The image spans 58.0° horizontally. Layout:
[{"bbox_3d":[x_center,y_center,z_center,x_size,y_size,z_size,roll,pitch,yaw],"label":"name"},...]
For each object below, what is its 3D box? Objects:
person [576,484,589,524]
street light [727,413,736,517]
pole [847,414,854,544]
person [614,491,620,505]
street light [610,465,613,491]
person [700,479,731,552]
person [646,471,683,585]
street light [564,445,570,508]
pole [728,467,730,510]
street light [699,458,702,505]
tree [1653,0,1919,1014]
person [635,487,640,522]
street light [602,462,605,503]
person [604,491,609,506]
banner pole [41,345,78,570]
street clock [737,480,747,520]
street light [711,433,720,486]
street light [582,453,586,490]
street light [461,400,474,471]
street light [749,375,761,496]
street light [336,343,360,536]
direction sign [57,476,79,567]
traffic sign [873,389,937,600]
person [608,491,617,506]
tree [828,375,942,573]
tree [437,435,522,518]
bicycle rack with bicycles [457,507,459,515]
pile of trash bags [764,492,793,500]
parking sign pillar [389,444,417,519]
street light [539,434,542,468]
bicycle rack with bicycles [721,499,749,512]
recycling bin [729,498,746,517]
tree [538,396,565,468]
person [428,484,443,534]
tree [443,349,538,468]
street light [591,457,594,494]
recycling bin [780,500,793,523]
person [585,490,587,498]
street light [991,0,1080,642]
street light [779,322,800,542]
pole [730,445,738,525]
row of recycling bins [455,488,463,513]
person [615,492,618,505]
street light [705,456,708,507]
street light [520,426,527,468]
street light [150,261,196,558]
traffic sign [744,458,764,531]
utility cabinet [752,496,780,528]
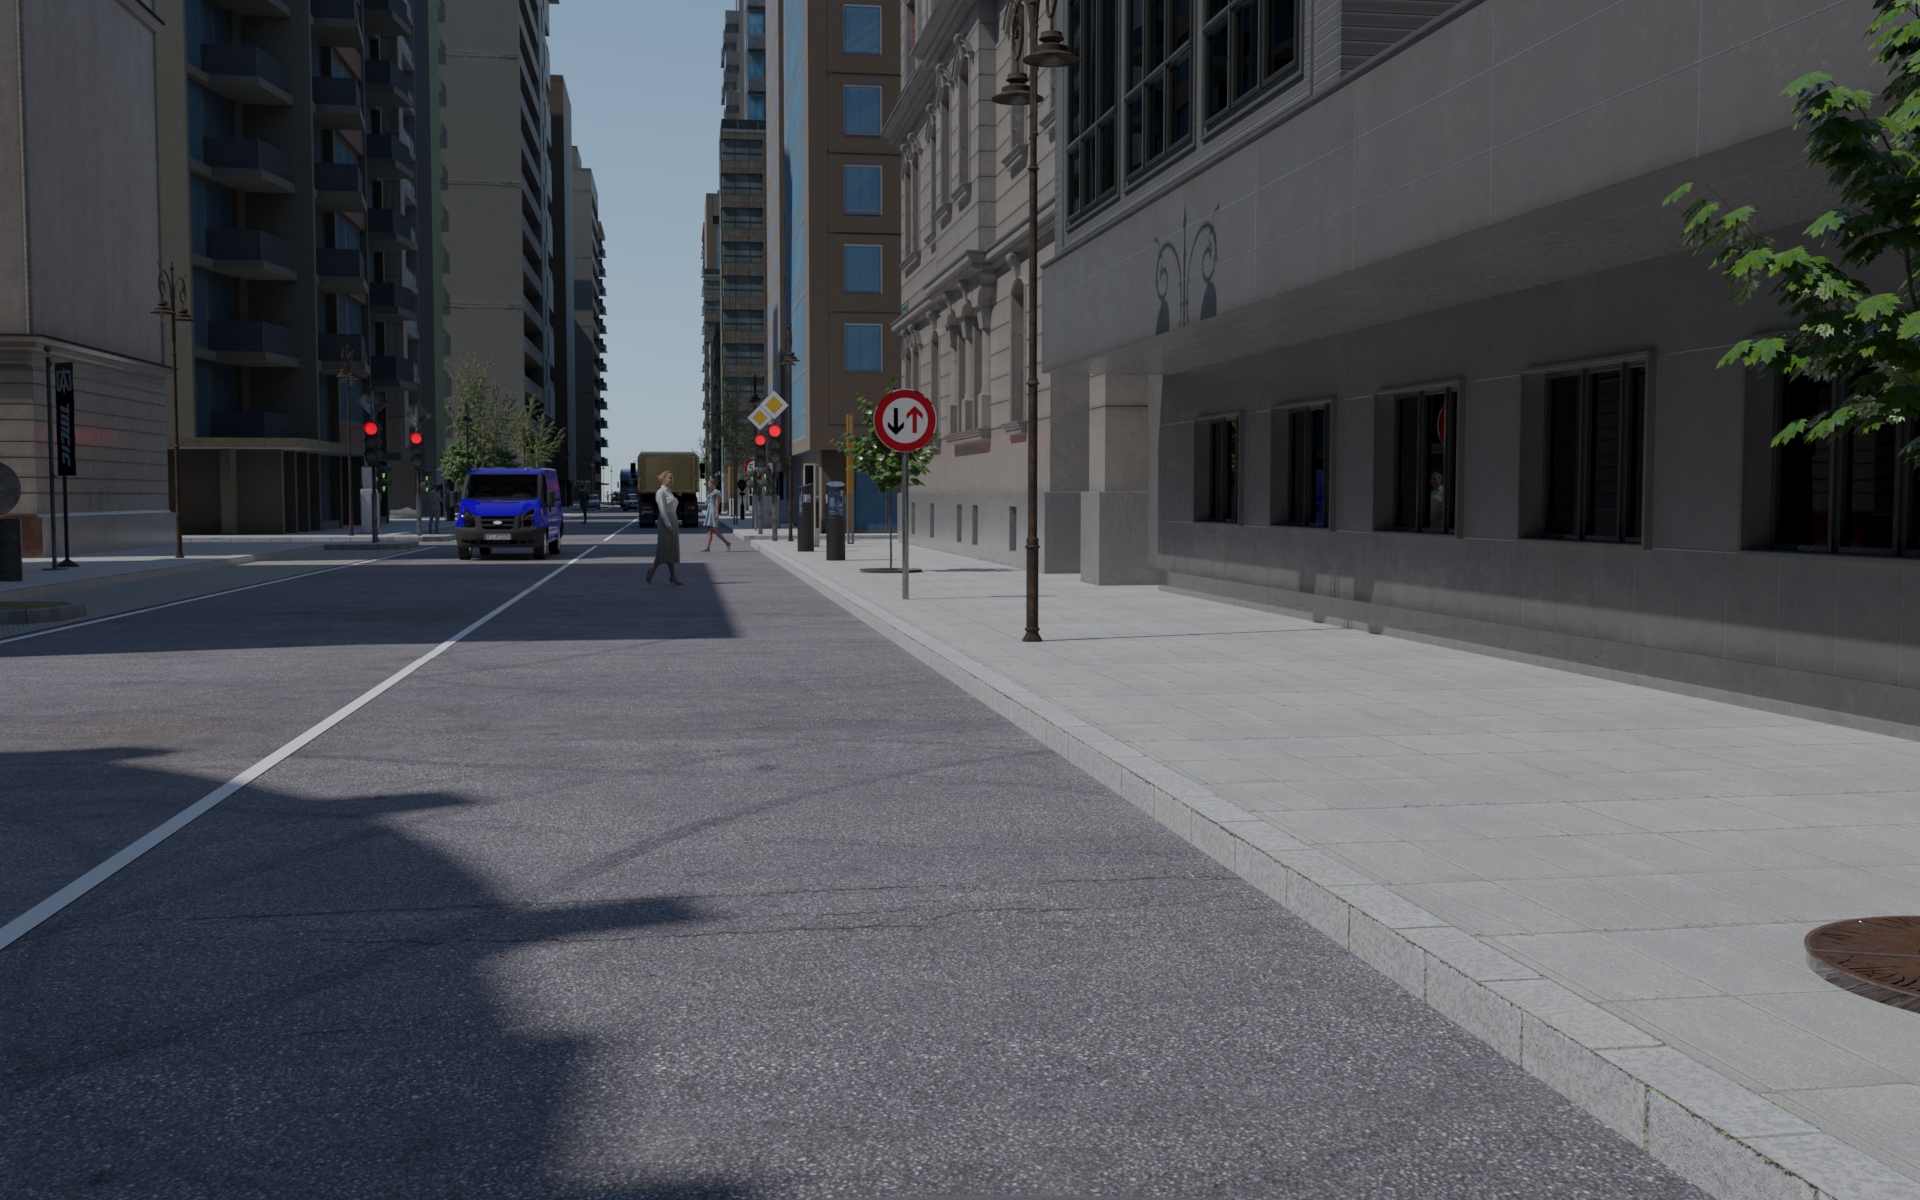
[{"bbox_3d":[-18.339,-4.667,84.171,0.474,1.900,0.648,1,4,16],"label":"person"},{"bbox_3d":[-12.813,-7.600,97.050,0.468,5.910,1.993,-1,4,-9],"label":"street light"},{"bbox_3d":[-2.806,-3.084,44.268,0.158,3.312,0.155,0,3,0],"label":"pole"},{"bbox_3d":[-43.295,-12.914,219.732,0.705,1.812,1.348,3,5,41],"label":"person"},{"bbox_3d":[-54.977,-18.378,273.269,0.468,5.910,1.993,-1,4,-9],"label":"street light"},{"bbox_3d":[-6.069,-2.099,42.920,0.778,1.811,0.616,0,4,-5],"label":"person"},{"bbox_3d":[-4.698,-1.144,27.427,0.641,1.798,0.478,2,4,25],"label":"person"},{"bbox_3d":[-36.188,-11.436,159.760,0.468,5.910,1.993,-1,4,-9],"label":"street light"},{"bbox_3d":[-17.143,-8.263,128.938,0.158,3.312,0.155,0,3,0],"label":"pole"},{"bbox_3d":[-30.505,-14.161,204.324,0.468,5.910,1.993,-1,4,-9],"label":"street light"},{"bbox_3d":[2.658,-0.603,4.467,1.663,3.219,1.824,0,3,0],"label":"tree"},{"bbox_3d":[-16.226,-4.875,88.182,0.580,1.828,0.573,0,4,2],"label":"person"},{"bbox_3d":[-49.847,-16.477,242.192,0.468,5.910,1.993,-1,4,-9],"label":"street light"},{"bbox_3d":[-41.187,-11.784,201.693,0.750,1.759,0.617,0,4,1],"label":"person"},{"bbox_3d":[-15.102,-2.388,29.066,0.863,3.779,0.401,2,4,27],"label":"banner pole"},{"bbox_3d":[-10.859,-5.005,86.398,0.471,2.002,0.358,1,4,13],"label":"street clock"},{"bbox_3d":[-18.008,-9.529,128.594,0.468,5.910,1.993,-1,4,-9],"label":"street light"},{"bbox_3d":[-41.375,-13.332,190.765,0.468,5.910,1.993,-1,4,-9],"label":"street light"},{"bbox_3d":[-23.895,-6.809,84.114,0.468,5.910,1.993,-1,4,-9],"label":"street light"},{"bbox_3d":[-7.789,-5.699,65.972,0.468,5.910,1.993,-1,4,-9],"label":"street light"},{"bbox_3d":[-18.721,-4.912,53.106,0.468,5.910,1.993,-1,4,-9],"label":"street light"},{"bbox_3d":[-15.737,-2.350,30.426,0.379,3.537,0.876,-2,4,-34],"label":"direction sign"},{"bbox_3d":[-0.662,-1.280,21.026,0.768,2.556,0.104,0,4,-1],"label":"traffic sign"},{"bbox_3d":[-39.875,-11.623,198.514,1.348,1.826,0.705,-2,4,-31],"label":"person"},{"bbox_3d":[-1.025,-2.062,28.321,1.663,3.219,1.824,0,3,0],"label":"tree"},{"bbox_3d":[-26.357,-6.689,93.080,4.285,4.588,4.351,0,3,0],"label":"tree"},{"bbox_3d":[-33.118,-6.520,119.987,2.925,0.926,2.852,3,4,36],"label":"bicycle rack with bicycles"},{"bbox_3d":[-8.367,-4.307,80.179,1.912,1.369,3.447,1,4,11],"label":"pile of trash bags"},{"bbox_3d":[-28.882,-6.199,89.826,1.447,3.967,1.447,0,4,-4],"label":"parking sign pillar"},{"bbox_3d":[-31.139,-9.533,128.653,0.468,5.910,1.993,-1,4,-9],"label":"street light"},{"bbox_3d":[-16.323,-6.891,126.054,2.925,0.926,2.852,-1,4,-21],"label":"bicycle rack with bicycles"},{"bbox_3d":[-12.734,-5.298,99.177,0.722,1.027,0.722,-3,4,-37],"label":"recycling bin"},{"bbox_3d":[-30.787,-10.653,124.546,4.737,8.622,4.395,0,3,0],"label":"tree"},{"bbox_3d":[-18.551,-3.216,61.261,0.511,1.800,0.466,0,4,5],"label":"person"},{"bbox_3d":[-24.330,-8.417,87.973,4.737,8.622,4.395,0,3,0],"label":"tree"},{"bbox_3d":[-44.722,-14.574,211.079,0.468,5.910,1.993,-1,4,-9],"label":"street light"},{"bbox_3d":[-7.660,-3.898,76.286,0.722,1.027,0.722,1,4,13],"label":"recycling bin"},{"bbox_3d":[-31.024,-8.231,143.803,0.721,1.735,1.217,0,4,8],"label":"person"},{"bbox_3d":[0.630,-2.577,14.916,0.468,5.910,1.993,-1,4,-9],"label":"street light"},{"bbox_3d":[-4.586,-4.523,46.732,0.468,5.910,1.993,-1,4,-9],"label":"street light"},{"bbox_3d":[-9.431,-4.824,72.712,0.158,3.312,0.155,0,3,0],"label":"pole"},{"bbox_3d":[-33.529,-6.712,116.861,3.534,1.692,1.069,-1,4,-11],"label":"row of recycling bins"},{"bbox_3d":[-45.643,-13.531,230.658,0.541,1.710,0.530,-1,4,-20],"label":"person"},{"bbox_3d":[-25.315,-12.265,173.319,0.468,5.910,1.993,-1,4,-9],"label":"street light"},{"bbox_3d":[-28.945,-8.707,115.142,0.468,5.910,1.993,-1,4,-9],"label":"street light"},{"bbox_3d":[-15.663,-3.780,34.590,0.468,5.910,1.993,-1,4,-9],"label":"street light"},{"bbox_3d":[-7.149,-3.694,60.506,0.768,2.556,0.104,0,4,-2],"label":"traffic sign"},{"bbox_3d":[-7.248,-3.275,64.709,1.020,1.237,0.306,0,4,0],"label":"utility cabinet"}]
